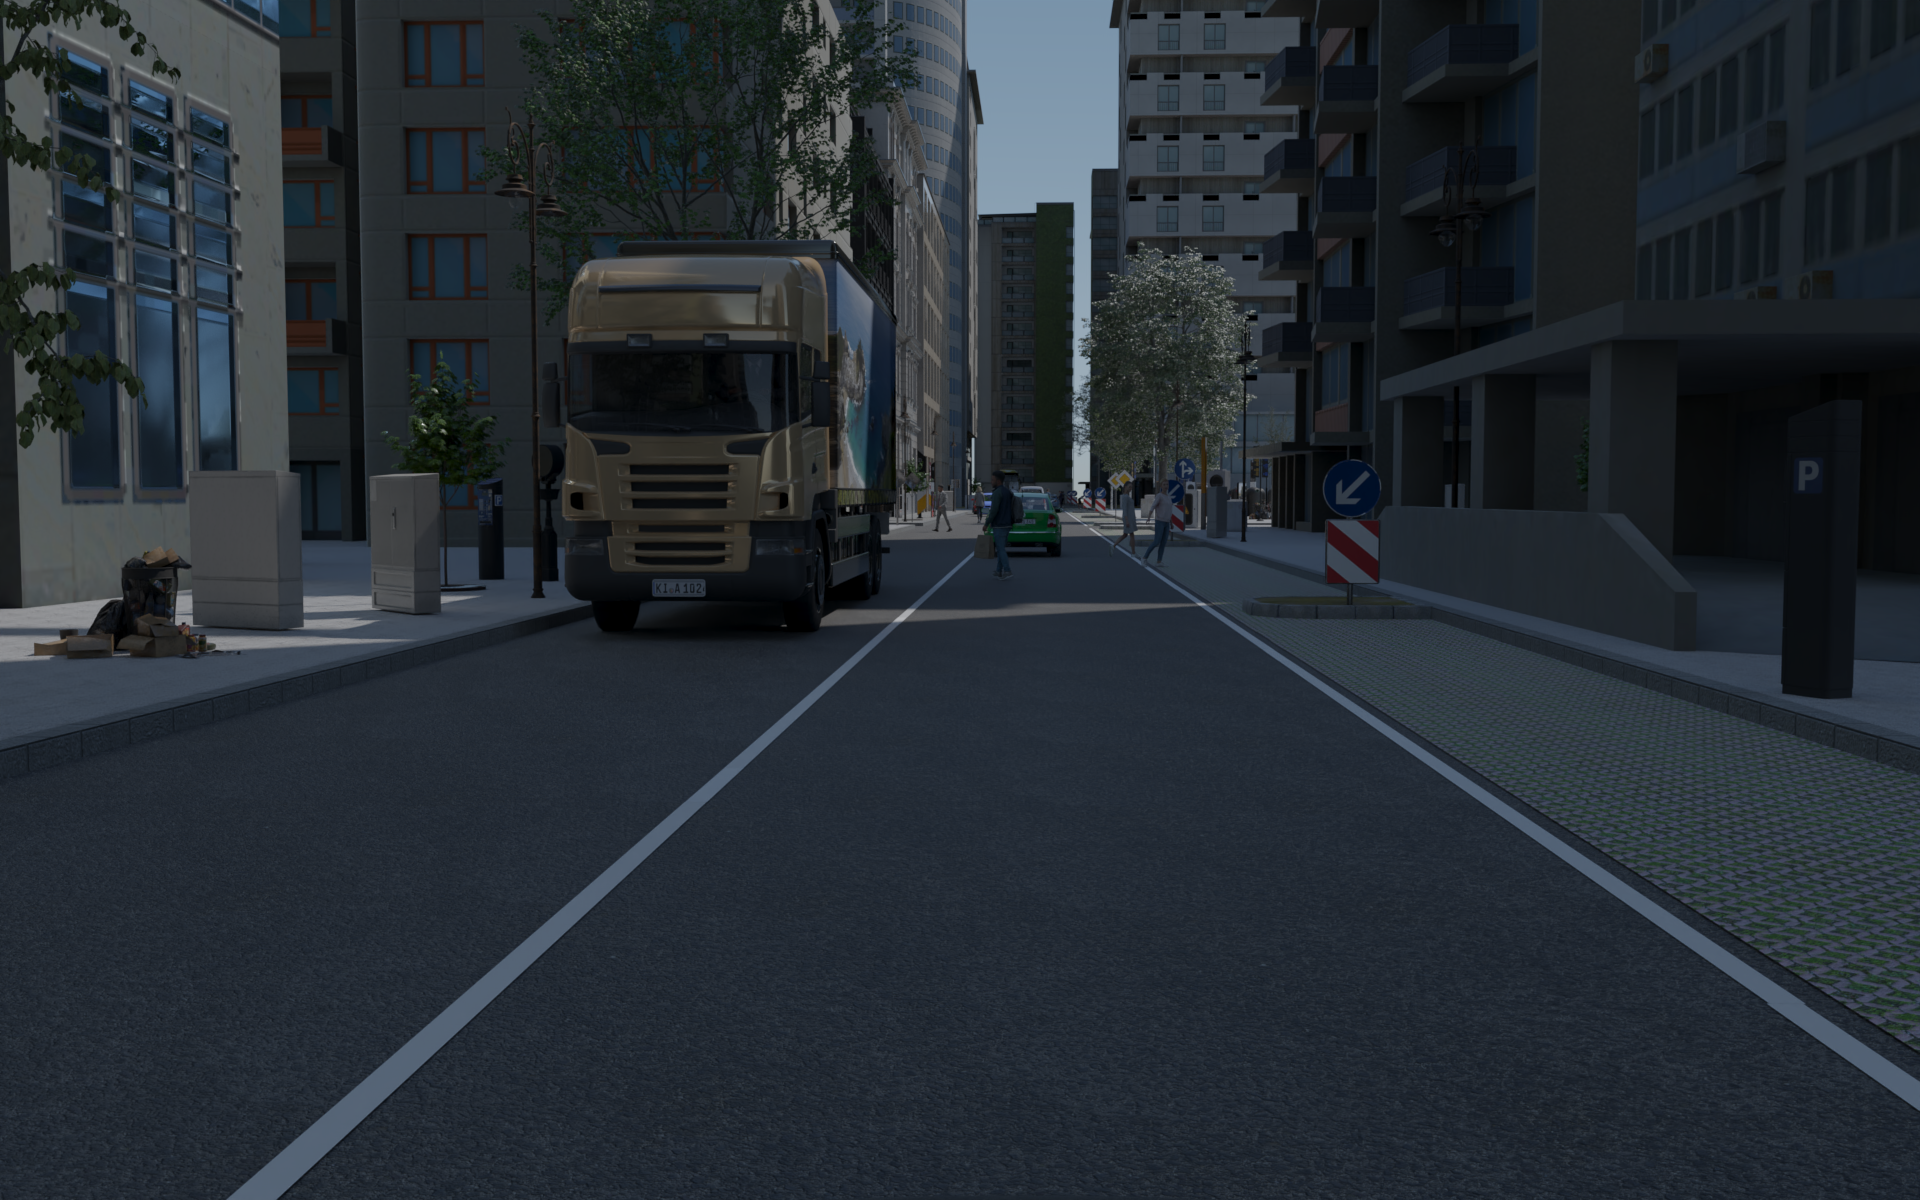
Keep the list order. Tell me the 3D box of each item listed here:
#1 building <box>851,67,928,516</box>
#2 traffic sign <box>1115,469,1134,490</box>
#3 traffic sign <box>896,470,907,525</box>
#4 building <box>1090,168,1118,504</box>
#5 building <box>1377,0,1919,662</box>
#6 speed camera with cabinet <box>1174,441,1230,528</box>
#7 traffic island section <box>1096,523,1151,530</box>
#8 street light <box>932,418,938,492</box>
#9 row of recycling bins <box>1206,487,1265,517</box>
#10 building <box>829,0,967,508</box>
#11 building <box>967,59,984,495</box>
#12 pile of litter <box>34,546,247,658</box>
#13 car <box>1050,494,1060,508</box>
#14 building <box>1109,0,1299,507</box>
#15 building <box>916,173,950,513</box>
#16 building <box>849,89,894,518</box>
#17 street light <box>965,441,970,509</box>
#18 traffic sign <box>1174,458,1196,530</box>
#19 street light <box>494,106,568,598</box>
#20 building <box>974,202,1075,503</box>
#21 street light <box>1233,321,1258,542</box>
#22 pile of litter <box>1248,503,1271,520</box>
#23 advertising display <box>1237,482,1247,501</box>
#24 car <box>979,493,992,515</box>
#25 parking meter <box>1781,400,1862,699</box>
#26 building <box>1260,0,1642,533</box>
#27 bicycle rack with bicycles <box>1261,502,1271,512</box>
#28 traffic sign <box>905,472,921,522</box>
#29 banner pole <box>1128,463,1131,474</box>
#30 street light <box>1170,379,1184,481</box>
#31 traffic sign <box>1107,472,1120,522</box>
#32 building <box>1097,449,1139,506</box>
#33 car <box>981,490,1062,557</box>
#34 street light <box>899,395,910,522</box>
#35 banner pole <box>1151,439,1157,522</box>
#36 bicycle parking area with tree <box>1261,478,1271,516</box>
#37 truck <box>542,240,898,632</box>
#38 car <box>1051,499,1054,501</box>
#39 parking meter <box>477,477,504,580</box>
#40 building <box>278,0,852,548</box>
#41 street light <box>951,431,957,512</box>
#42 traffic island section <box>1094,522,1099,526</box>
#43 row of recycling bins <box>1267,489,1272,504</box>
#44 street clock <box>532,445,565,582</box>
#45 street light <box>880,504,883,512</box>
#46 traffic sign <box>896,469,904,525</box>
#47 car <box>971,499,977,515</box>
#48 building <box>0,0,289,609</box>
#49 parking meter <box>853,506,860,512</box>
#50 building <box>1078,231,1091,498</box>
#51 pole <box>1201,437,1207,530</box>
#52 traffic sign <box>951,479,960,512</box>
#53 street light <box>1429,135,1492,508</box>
[{"bbox_3d":[-9.559,-19.567,107.313,14.401,28.519,23.554,0,4,3],"label":"building"},{"bbox_3d":[6.691,-4.088,70.479,0.795,2.450,0.064,0,4,3],"label":"traffic sign"},{"bbox_3d":[-2.542,-4.115,70.923,0.795,2.450,0.064,0,4,3],"label":"traffic sign"},{"bbox_3d":[23.508,-32.786,219.638,14.154,41.232,14.086,0,4,3],"label":"building"},{"bbox_3d":[22.237,-20.013,19.090,32.217,40.220,23.993,0,4,3],"label":"building"},{"bbox_3d":[9.057,-4.313,64.850,2.038,3.252,0.660,2,4,30],"label":"speed camera with cabinet"},{"bbox_3d":[6.715,-2.953,70.555,2.009,0.180,2.903,0,4,3],"label":"traffic island section"},{"bbox_3d":[-1.501,-7.974,103.170,0.468,5.910,1.993,0,4,3],"label":"street light"},{"bbox_3d":[15.456,-5.629,99.148,3.534,1.692,1.069,0,4,-8],"label":"row of recycling bins"},{"bbox_3d":[-10.412,-38.262,167.580,21.231,58.520,28.212,0,4,3],"label":"building"},{"bbox_3d":[-11.255,-38.264,214.847,27.495,52.752,28.713,0,4,3],"label":"building"},{"bbox_3d":[-6.629,0.005,13.890,1.719,0.858,1.176,2,4,30],"label":"pile of litter"},{"bbox_3d":[8.367,-9.138,161.413,2.014,1.417,4.499,0,4,5],"label":"car"},{"bbox_3d":[29.228,-35.354,167.276,28.713,52.752,27.495,0,4,3],"label":"building"},{"bbox_3d":[-11.309,-20.317,136.703,19.350,26.468,34.151,0,4,3],"label":"building"},{"bbox_3d":[-10.147,-15.789,87.820,12.332,23.373,15.834,0,4,3],"label":"building"},{"bbox_3d":[0.662,-10.812,149.556,0.468,5.910,1.993,0,4,3],"label":"street light"},{"bbox_3d":[7.978,-3.757,61.531,0.768,2.556,0.104,0,4,7],"label":"traffic sign"},{"bbox_3d":[-5.211,-2.962,21.216,0.468,5.910,1.993,0,4,3],"label":"street light"},{"bbox_3d":[9.030,-34.324,244.787,14.086,41.232,14.154,0,4,3],"label":"building"},{"bbox_3d":[7.609,-4.497,46.306,0.468,5.910,1.993,0,4,3],"label":"street light"},{"bbox_3d":[15.075,-4.491,87.388,1.719,0.858,1.176,3,5,39],"label":"pile of litter"},{"bbox_3d":[15.421,-5.479,94.790,0.123,1.923,0.974,3,4,36],"label":"advertising display"},{"bbox_3d":[2.018,-6.217,111.241,1.945,1.707,3.694,0,4,1],"label":"car"},{"bbox_3d":[5.452,-0.323,10.986,0.255,1.863,0.399,-1,4,-20],"label":"parking meter"},{"bbox_3d":[21.196,-24.390,53.401,22.147,44.769,28.867,0,4,3],"label":"building"},{"bbox_3d":[19.500,-6.145,113.852,2.925,0.926,2.852,0,4,5],"label":"bicycle rack with bicycles"},{"bbox_3d":[-2.175,-4.603,78.900,0.795,2.450,0.064,0,4,3],"label":"traffic sign"},{"bbox_3d":[13.598,-9.172,139.972,0.401,3.779,0.863,-2,4,-24],"label":"banner pole"},{"bbox_3d":[8.709,-5.914,69.480,0.468,5.910,1.993,0,4,3],"label":"street light"},{"bbox_3d":[7.059,-4.576,78.456,0.795,2.450,0.064,0,4,3],"label":"traffic sign"},{"bbox_3d":[27.320,-53.999,195.556,22.319,86.520,31.000,0,4,3],"label":"building"},{"bbox_3d":[1.467,-1.975,41.086,1.959,1.807,4.718,0,4,1],"label":"car"},{"bbox_3d":[-2.534,-6.557,79.992,0.468,5.910,1.993,0,4,3],"label":"street light"},{"bbox_3d":[8.867,-5.431,78.813,0.401,3.779,0.863,1,4,16],"label":"banner pole"},{"bbox_3d":[21.143,-7.237,105.328,8.231,4.147,9.016,0,4,6],"label":"bicycle parking area with tree"},{"bbox_3d":[-2.464,-1.991,21.467,2.839,4.237,11.283,0,4,3],"label":"truck"},{"bbox_3d":[5.551,-6.768,122.453,2.131,1.459,4.920,0,4,4],"label":"car"},{"bbox_3d":[-7.039,-1.075,25.986,0.372,1.533,0.369,0,3,0],"label":"parking meter"},{"bbox_3d":[-19.310,-12.852,55.174,28.899,21.520,27.650,0,4,3],"label":"building"},{"bbox_3d":[-0.467,-9.394,126.383,0.468,5.910,1.993,0,4,3],"label":"street light"},{"bbox_3d":[7.083,-3.440,78.532,2.009,0.180,2.903,0,4,3],"label":"traffic island section"},{"bbox_3d":[21.373,-7.248,125.610,3.534,1.692,1.069,2,4,27],"label":"row of recycling bins"},{"bbox_3d":[-6.037,-1.275,25.423,0.471,2.002,0.358,3,4,36],"label":"street clock"},{"bbox_3d":[-3.072,-5.816,67.876,0.468,5.910,1.993,0,4,3],"label":"street light"},{"bbox_3d":[-2.583,-4.217,71.074,0.606,2.300,0.079,1,4,11],"label":"traffic sign"},{"bbox_3d":[1.886,-6.940,122.505,2.155,1.783,4.494,0,4,3],"label":"car"},{"bbox_3d":[-20.033,-42.570,8.690,22.319,86.520,31.000,0,4,3],"label":"building"},{"bbox_3d":[-3.610,-3.130,59.589,0.372,1.533,0.369,0,3,0],"label":"parking meter"},{"bbox_3d":[31.472,-36.271,247.654,28.867,44.769,22.147,0,4,3],"label":"building"},{"bbox_3d":[8.787,-4.194,62.419,0.158,3.312,0.155,0,3,0],"label":"pole"},{"bbox_3d":[-0.327,-7.237,120.448,0.606,2.300,0.079,0,4,7],"label":"traffic sign"},{"bbox_3d":[6.554,-3.061,22.843,0.468,5.910,1.993,0,4,3],"label":"street light"}]
